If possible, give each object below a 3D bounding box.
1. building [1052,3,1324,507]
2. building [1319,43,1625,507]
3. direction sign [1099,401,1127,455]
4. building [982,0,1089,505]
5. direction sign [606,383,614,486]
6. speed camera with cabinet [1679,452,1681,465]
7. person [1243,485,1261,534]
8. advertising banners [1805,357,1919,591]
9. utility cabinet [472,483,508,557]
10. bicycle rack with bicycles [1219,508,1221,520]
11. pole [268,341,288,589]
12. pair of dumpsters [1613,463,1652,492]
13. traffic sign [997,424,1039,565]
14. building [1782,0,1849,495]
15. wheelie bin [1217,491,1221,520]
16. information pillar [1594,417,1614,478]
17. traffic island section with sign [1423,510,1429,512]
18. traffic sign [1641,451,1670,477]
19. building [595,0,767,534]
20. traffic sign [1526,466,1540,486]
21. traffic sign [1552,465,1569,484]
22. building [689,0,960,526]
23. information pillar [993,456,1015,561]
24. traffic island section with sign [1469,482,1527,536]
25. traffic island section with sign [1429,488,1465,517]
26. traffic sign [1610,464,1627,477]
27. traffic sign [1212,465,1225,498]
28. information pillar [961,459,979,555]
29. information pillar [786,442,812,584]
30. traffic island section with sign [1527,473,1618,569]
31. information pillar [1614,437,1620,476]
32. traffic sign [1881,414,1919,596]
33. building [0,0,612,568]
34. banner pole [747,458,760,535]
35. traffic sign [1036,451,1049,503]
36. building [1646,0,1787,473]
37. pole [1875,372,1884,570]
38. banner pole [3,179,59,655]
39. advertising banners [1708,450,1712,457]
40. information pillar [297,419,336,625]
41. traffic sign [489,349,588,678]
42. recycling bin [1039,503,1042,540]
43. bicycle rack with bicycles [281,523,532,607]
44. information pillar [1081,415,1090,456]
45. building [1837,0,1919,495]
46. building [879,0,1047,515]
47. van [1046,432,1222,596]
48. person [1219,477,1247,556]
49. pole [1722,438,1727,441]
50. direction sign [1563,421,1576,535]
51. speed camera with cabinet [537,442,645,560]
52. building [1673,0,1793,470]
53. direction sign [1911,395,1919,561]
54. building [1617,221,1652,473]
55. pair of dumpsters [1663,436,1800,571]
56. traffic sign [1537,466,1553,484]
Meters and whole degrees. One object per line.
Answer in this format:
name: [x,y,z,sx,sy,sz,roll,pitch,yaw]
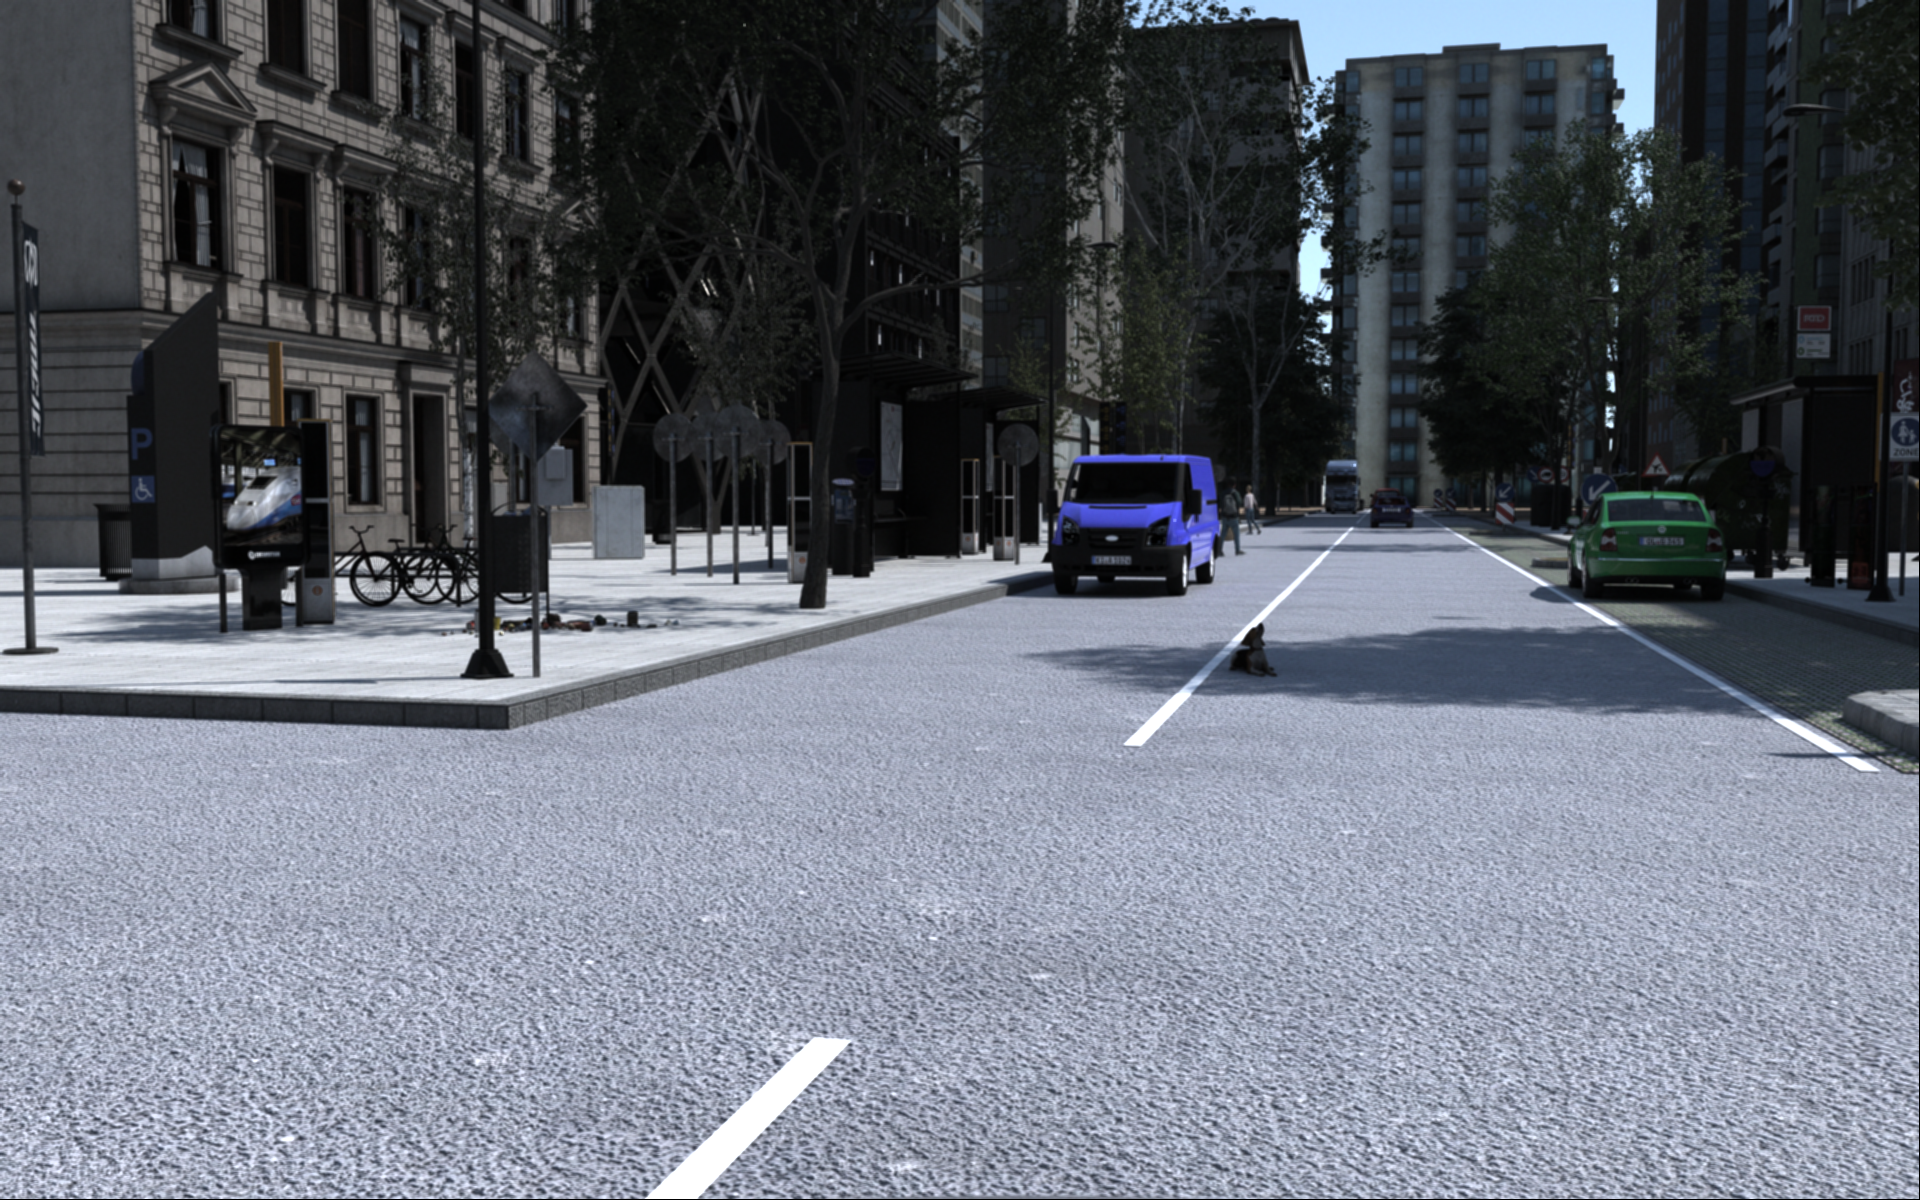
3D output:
building: [26.942,-37.103,195.869,27.495,52.752,28.713,1,4,14]
building: [54.713,-34.732,187.477,30.456,49.044,23.786,1,4,14]
direction sign: [3.765,-3.101,42.695,0.379,3.537,0.876,-3,5,-42]
building: [-1.864,-33.540,137.610,27.495,52.752,28.713,1,4,14]
direction sign: [-7.200,-2.676,35.746,0.379,3.537,0.876,0,4,-4]
speed camera with cabinet: [32.894,-5.268,80.462,2.038,3.252,0.660,-1,4,-10]
person: [10.416,-3.196,61.434,0.598,1.740,0.731,2,4,33]
advertising banners: [12.057,-1.648,23.135,0.090,3.025,2.074,-1,4,-11]
utility cabinet: [-9.439,-1.593,34.723,0.318,1.500,1.173,-3,5,-39]
bicycle rack with bicycles: [11.820,-4.253,82.912,2.852,0.926,2.925,-1,4,-11]
pole: [-9.160,-1.799,23.264,0.158,3.312,0.155,0,3,0]
pair of dumpsters: [21.725,-3.244,55.526,1.574,2.255,4.437,1,4,14]
traffic sign: [1.040,-1.914,31.406,0.768,2.556,0.104,1,4,15]
building: [48.822,-24.600,85.810,14.154,41.232,14.086,1,4,14]
wheelie bin: [11.352,-4.299,78.198,0.693,1.594,0.980,-2,4,-27]
information pillar: [19.655,-3.777,53.104,0.504,3.616,0.183,-1,4,-10]
traffic island section with sign: [37.337,-7.774,135.735,1.989,1.847,2.006,1,4,14]
traffic sign: [21.244,-3.232,52.854,0.884,2.594,0.081,1,4,22]
building: [-15.309,-11.627,57.554,16.820,18.784,16.811,1,4,14]
traffic sign: [26.467,-4.873,79.775,0.768,2.556,0.104,1,4,15]
traffic sign: [26.630,-4.688,76.760,0.768,2.556,0.104,2,4,23]
building: [-7.854,-15.195,78.111,12.332,23.373,15.834,1,4,14]
information pillar: [0.846,-1.763,33.309,0.304,2.012,0.304,-3,5,-40]
traffic island section with sign: [18.677,-3.136,59.900,1.989,1.847,2.006,1,4,14]
traffic island section with sign: [30.833,-6.157,109.287,1.989,1.847,2.006,1,4,14]
traffic sign: [28.157,-4.531,74.193,0.768,2.556,0.104,1,4,20]
traffic sign: [11.107,-4.586,75.083,0.768,2.556,0.104,1,4,16]
information pillar: [0.212,-1.964,36.605,0.304,2.012,0.304,1,4,18]
information pillar: [-2.295,-1.242,24.794,0.304,2.012,0.304,-1,4,-19]
traffic island section with sign: [12.233,-1.535,33.723,1.989,1.847,2.006,1,4,14]
information pillar: [27.085,-4.907,71.582,0.183,3.616,0.504,0,4,-6]
traffic sign: [11.884,-1.203,21.792,0.606,2.300,0.079,1,4,22]
building: [-16.417,-10.681,39.264,10.561,19.102,19.286,1,4,14]
banner pole: [-6.430,-3.916,54.041,0.401,3.779,0.863,0,4,2]
traffic sign: [2.335,-3.156,51.703,0.768,2.556,0.104,1,4,14]
building: [60.175,-29.328,129.632,14.600,45.320,14.200,1,4,14]
pole: [15.440,-2.154,29.062,0.158,3.312,0.155,0,3,0]
banner pole: [-7.561,-1.473,14.098,0.401,3.779,0.863,-1,4,-14]
advertising banners: [29.935,-4.495,69.680,0.090,3.025,2.074,1,4,9]
information pillar: [-6.339,-0.770,17.076,0.304,2.012,0.304,-1,4,-16]
traffic sign: [-2.961,-0.515,12.062,0.795,2.450,0.064,1,4,14]
recycling bin: [1.876,-2.213,48.738,0.722,1.027,0.722,1,4,19]
bicycle rack with bicycles: [-6.279,-0.438,20.546,2.925,0.926,2.852,1,4,11]
information pillar: [3.709,-3.671,51.374,0.183,3.616,0.504,-1,4,-21]
building: [43.366,-15.251,67.376,12.078,24.808,19.932,1,4,14]
building: [-11.914,-25.177,103.531,32.217,40.220,23.993,1,4,14]
van: [2.745,-1.344,26.367,2.240,2.365,5.245,1,4,15]
person: [6.154,-1.900,39.552,0.713,1.824,0.794,-2,4,-26]
pole: [27.697,-4.219,62.818,0.158,3.312,0.155,0,3,0]
direction sign: [19.150,-3.813,54.335,0.379,3.537,0.876,2,4,34]
speed camera with cabinet: [-7.262,-2.426,34.002,2.038,3.252,0.660,-1,4,-17]
building: [58.781,-48.481,105.334,22.319,86.520,31.000,1,4,14]
direction sign: [18.433,-2.511,33.054,0.379,3.537,0.876,-3,5,-39]
building: [75.294,-24.794,177.076,14.107,30.474,14.160,1,4,14]
pair of dumpsters: [13.789,-1.750,31.104,1.574,2.255,4.437,1,4,14]
traffic sign: [26.876,-4.854,79.472,0.768,2.556,0.104,1,4,20]
